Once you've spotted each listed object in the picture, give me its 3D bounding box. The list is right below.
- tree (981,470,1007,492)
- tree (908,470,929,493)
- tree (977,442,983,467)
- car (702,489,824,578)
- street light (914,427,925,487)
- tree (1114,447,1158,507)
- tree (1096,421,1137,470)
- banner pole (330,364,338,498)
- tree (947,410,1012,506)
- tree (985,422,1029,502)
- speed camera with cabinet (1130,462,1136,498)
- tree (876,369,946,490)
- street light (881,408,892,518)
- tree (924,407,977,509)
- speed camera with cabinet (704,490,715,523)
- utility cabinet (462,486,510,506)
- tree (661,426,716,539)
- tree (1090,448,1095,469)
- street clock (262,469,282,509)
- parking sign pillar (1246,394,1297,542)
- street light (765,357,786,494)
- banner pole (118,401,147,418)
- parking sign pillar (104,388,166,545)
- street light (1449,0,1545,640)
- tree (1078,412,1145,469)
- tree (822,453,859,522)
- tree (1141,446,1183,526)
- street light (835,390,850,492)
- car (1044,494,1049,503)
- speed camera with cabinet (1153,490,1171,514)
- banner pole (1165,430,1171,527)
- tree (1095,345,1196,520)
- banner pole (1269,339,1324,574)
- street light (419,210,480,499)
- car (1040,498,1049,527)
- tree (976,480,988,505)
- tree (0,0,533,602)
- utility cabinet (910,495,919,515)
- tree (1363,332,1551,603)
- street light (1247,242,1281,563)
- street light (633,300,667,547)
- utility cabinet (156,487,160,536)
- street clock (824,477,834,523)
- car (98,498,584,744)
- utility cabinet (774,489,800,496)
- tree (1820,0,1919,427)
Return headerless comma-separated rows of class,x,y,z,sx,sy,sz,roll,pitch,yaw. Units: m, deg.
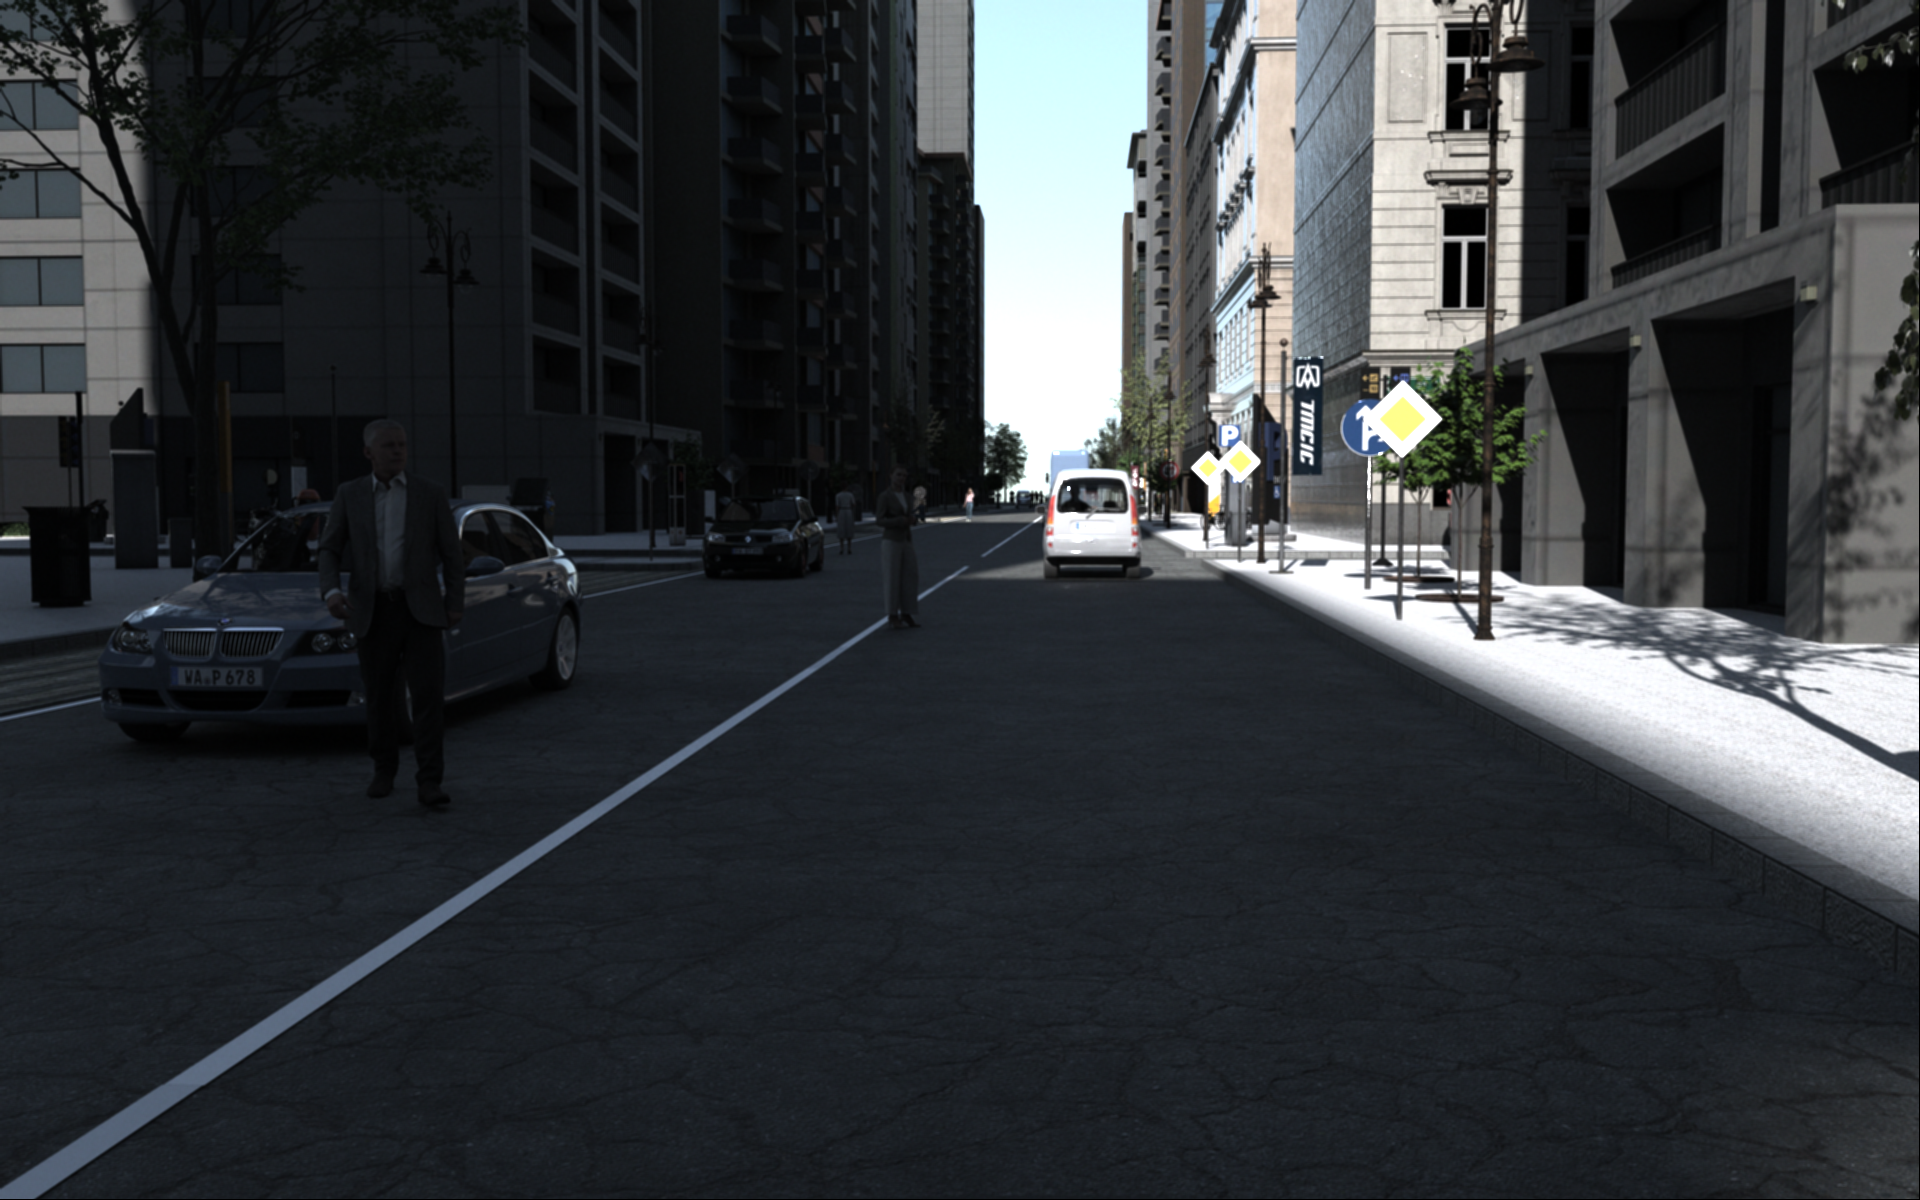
tree,4.431,-14.885,227.077,4.285,4.588,4.351,0,3,0
tree,-3.139,-7.958,124.711,1.663,3.219,1.824,0,3,0
tree,-0.013,-12.746,158.753,4.737,8.622,4.395,0,3,0
car,-3.468,-1.294,30.938,2.009,1.686,4.222,0,4,2
street light,-2.729,-8.409,110.273,0.468,5.910,1.993,0,4,4
tree,12.212,-8.318,119.713,4.285,4.588,4.351,0,3,0
tree,15.800,-13.491,170.947,4.360,8.622,3.978,0,3,0
banner pole,-12.117,-2.664,33.567,0.401,3.779,0.863,-1,4,-22
tree,2.440,-15.809,192.896,7.601,10.594,8.767,1,4,21
tree,7.277,-21.779,274.210,7.486,12.596,7.792,0,3,0
speed camera with cabinet,10.498,-6.898,107.121,0.660,3.252,2.038,1,4,10
tree,-3.214,-9.267,101.883,4.360,8.622,3.978,0,3,0
street light,-3.938,-7.358,93.097,0.468,5.910,1.993,0,4,4
tree,-1.325,-11.961,145.930,4.737,8.622,4.395,0,3,0
speed camera with cabinet,-11.829,-5.147,78.485,0.660,3.252,2.038,-3,4,-38
utility cabinet,-12.394,-2.240,45.301,1.173,1.500,0.318,-2,4,-34
tree,-7.877,-3.367,49.656,1.663,3.219,1.824,0,3,0
tree,16.118,-14.140,181.548,4.737,8.622,4.395,0,3,0
street clock,-19.810,-2.773,49.906,0.471,2.002,0.358,0,4,8
parking sign pillar,8.452,-3.589,47.154,1.447,3.967,1.447,3,4,38
street light,-6.244,-5.255,58.700,0.468,5.910,1.993,0,4,4
banner pole,-22.364,-3.474,46.809,0.863,3.779,0.401,-2,4,-30
parking sign pillar,-21.257,-3.427,44.510,1.447,3.967,1.447,2,4,33
street light,4.625,-2.588,15.100,0.468,5.910,1.993,0,4,4
tree,17.192,-16.123,198.022,8.767,10.594,7.601,0,4,5
tree,-5.632,-5.236,80.207,1.663,3.219,1.824,0,3,0
tree,8.222,-4.648,70.596,1.663,3.219,1.824,0,3,0
street light,-5.123,-6.273,75.352,0.468,5.910,1.993,0,4,4
car,14.118,-16.049,272.616,2.015,1.641,3.980,0,4,2
speed camera with cabinet,12.698,-6.996,108.719,0.660,3.252,2.038,-1,4,-10
banner pole,8.026,-4.675,66.455,0.401,3.779,0.863,0,4,2
tree,9.621,-8.336,86.658,4.737,8.622,4.395,0,3,0
banner pole,5.436,-2.318,27.923,0.863,3.779,0.401,1,4,13
street light,-8.323,-3.401,28.395,0.468,5.910,1.993,0,4,4
car,4.585,-3.945,76.863,2.083,1.381,4.827,0,4,3
tree,3.063,-13.385,213.445,1.663,3.219,1.824,0,3,0
tree,-9.136,-5.785,20.345,9.928,11.665,9.643,0,3,0
utility cabinet,-2.886,-5.807,106.103,1.020,1.237,0.306,1,4,20
tree,5.920,-1.599,20.746,1.663,3.219,1.824,0,3,0
street light,5.597,-3.623,32.018,0.468,5.910,1.993,0,4,4
street light,-7.393,-4.202,41.485,0.468,5.910,1.993,0,4,4
utility cabinet,-23.965,-2.551,50.386,1.173,1.500,0.318,-3,4,-36
street clock,-5.692,-4.340,75.536,0.358,2.002,0.471,2,4,27
car,-3.839,0.030,11.519,2.014,1.417,4.499,0,4,4
utility cabinet,-8.082,-4.412,80.807,1.173,1.500,0.318,-1,4,-20
tree,4.460,-3.460,6.940,4.360,8.622,3.978,0,3,0
